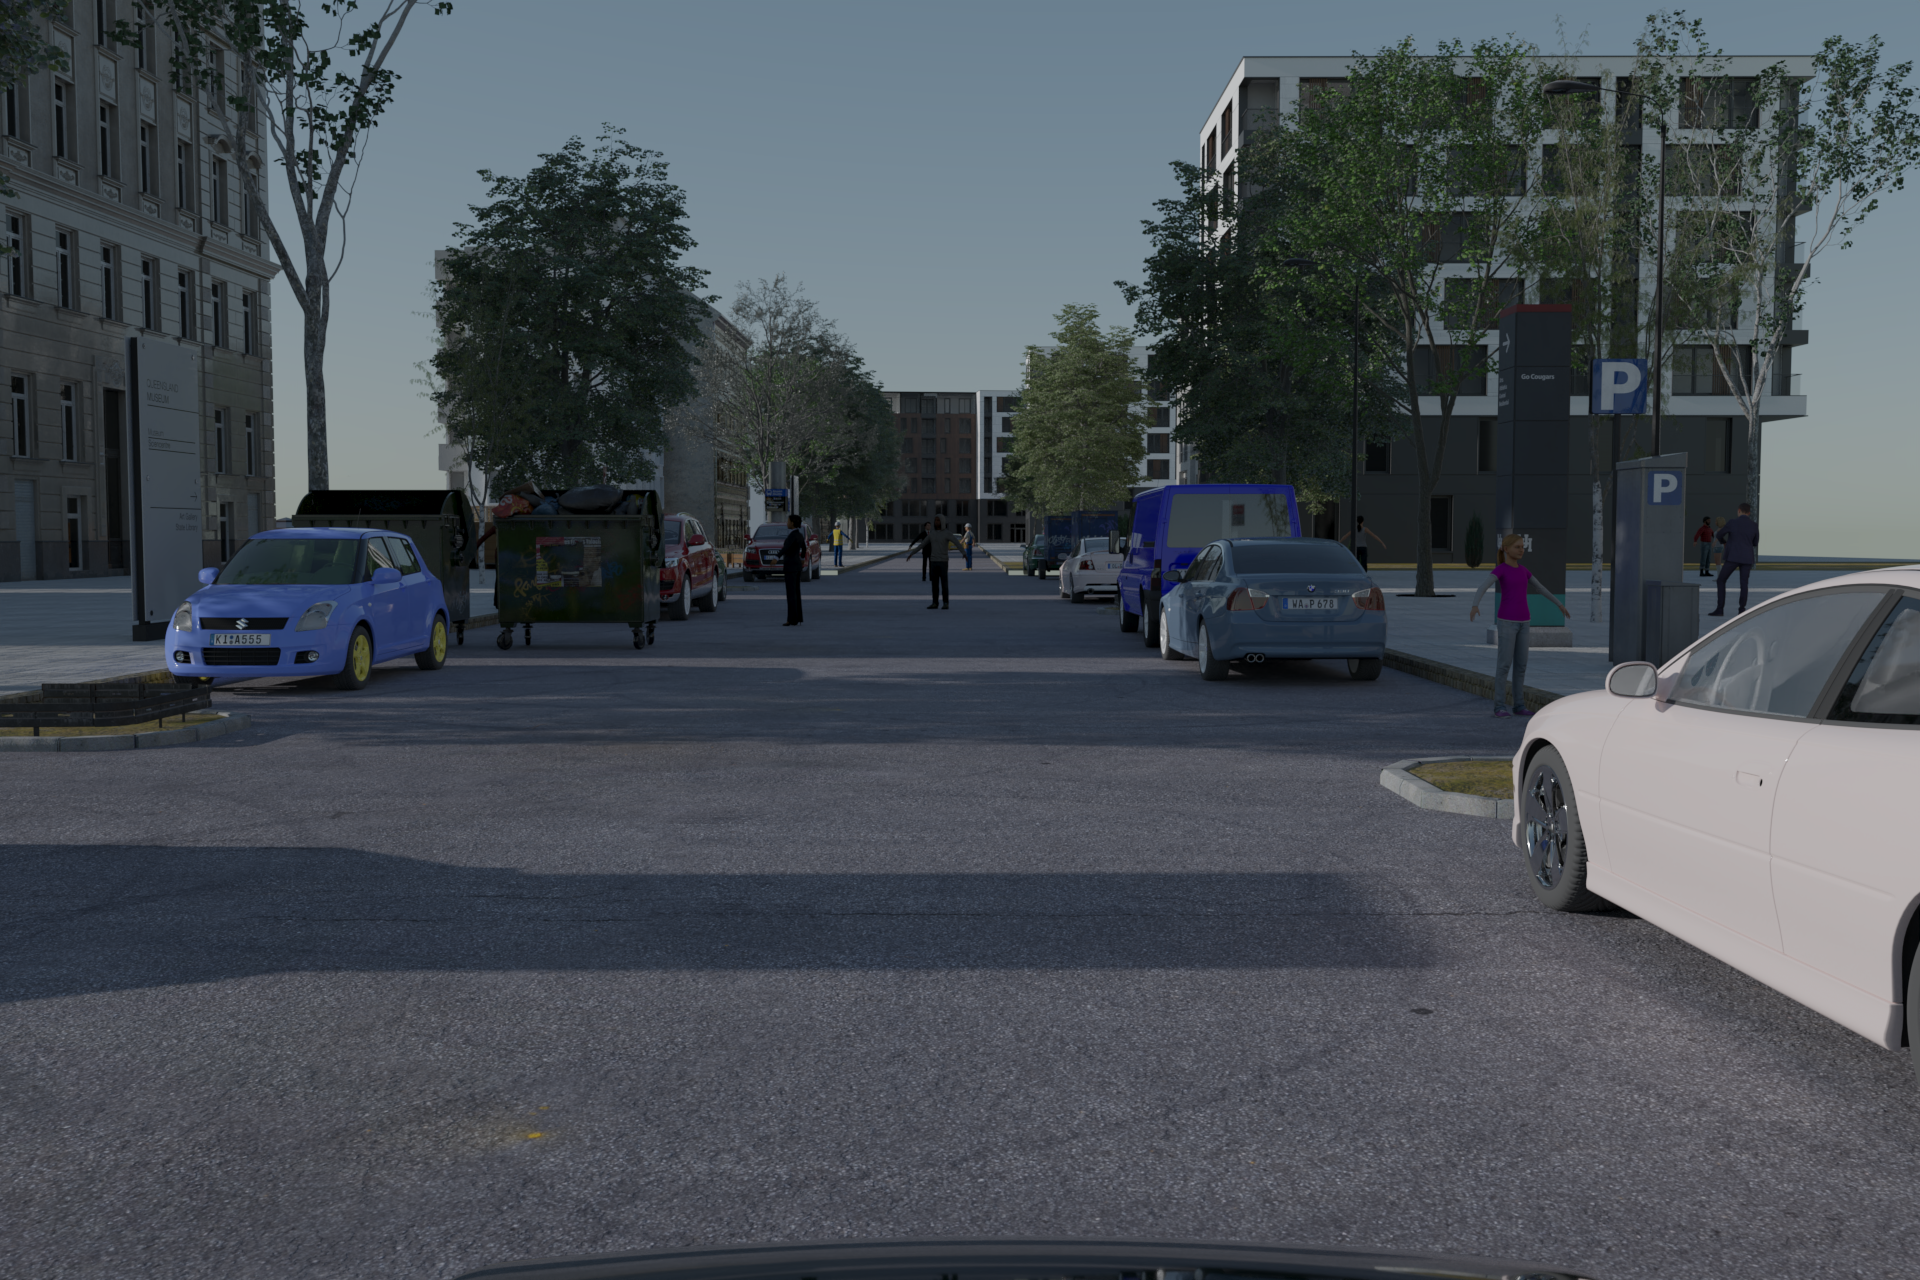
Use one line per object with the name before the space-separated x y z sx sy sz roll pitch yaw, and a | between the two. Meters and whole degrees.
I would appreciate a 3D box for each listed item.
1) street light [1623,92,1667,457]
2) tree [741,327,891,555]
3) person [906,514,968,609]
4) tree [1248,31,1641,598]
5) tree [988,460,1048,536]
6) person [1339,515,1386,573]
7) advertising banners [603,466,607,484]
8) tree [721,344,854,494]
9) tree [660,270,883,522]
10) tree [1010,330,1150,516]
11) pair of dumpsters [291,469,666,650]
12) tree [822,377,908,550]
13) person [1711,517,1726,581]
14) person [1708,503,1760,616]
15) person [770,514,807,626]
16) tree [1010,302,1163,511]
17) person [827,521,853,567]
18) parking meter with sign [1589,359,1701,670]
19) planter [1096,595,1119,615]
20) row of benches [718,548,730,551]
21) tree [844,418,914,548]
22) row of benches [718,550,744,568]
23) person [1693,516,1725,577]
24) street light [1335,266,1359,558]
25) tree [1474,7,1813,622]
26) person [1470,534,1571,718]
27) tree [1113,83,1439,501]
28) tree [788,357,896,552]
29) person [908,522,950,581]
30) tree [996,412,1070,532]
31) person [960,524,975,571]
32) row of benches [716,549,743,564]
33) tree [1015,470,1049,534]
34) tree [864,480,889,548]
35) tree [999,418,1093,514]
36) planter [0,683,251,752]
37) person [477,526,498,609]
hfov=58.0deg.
street light | 7.756 -2.775 17.905 1.470 5.913 1.316 0 3 0
tree | -8.863 -12.162 105.510 9.857 13.997 8.962 0 3 0
person | -0.401 -1.493 32.995 1.348 1.813 0.705 2 4 30
tree | 9.626 -6.692 35.168 9.928 11.665 9.643 0 3 0
tree | 6.744 -13.572 156.306 8.767 10.594 7.601 -1 4 -10
person | 9.823 -2.179 42.438 1.217 1.737 0.721 2 4 25
advertising banners | -9.103 -2.912 43.807 0.090 3.025 2.074 0 4 -1
tree | -9.212 -10.316 94.420 9.928 11.665 9.643 0 3 0
tree | -8.968 -10.453 81.282 12.009 13.543 11.850 0 3 0
tree | 6.599 -10.853 95.566 7.486 12.596 7.792 0 3 0
pair of dumpsters | -6.012 -1.031 21.815 4.436 2.255 1.574 0 4 0
tree | -8.818 -14.323 140.839 9.857 13.997 8.962 0 3 0
person | 20.490 -2.469 46.973 0.721 1.753 1.214 2 4 27
person | 12.082 -1.258 27.058 0.683 1.767 0.568 0 4 4
person | -2.675 -1.094 27.073 0.721 1.740 1.216 1 4 17
tree | 6.139 -10.243 85.597 7.486 12.596 7.792 0 3 0
person | -4.714 -3.746 67.709 1.216 1.772 0.721 2 4 30
parking meter with sign | 6.547 -1.237 16.481 0.543 3.016 1.738 0 3 0
planter | 3.488 -0.627 31.398 1.991 0.319 1.994 0 4 1
row of benches | -11.183 -3.849 78.401 1.422 0.672 4.104 -2 4 -24
tree | -9.205 -14.968 155.090 12.009 13.543 11.850 0 3 0
row of benches | -8.145 -3.062 65.529 1.422 0.672 4.104 -3 4 -36
person | 22.507 -2.818 52.188 1.345 1.816 0.704 -2 4 -29
street light | 7.230 -3.472 29.316 1.470 5.913 1.316 0 4 0
tree | 9.134 -4.576 25.174 4.360 8.622 3.978 0 3 0
person | 4.361 -0.110 13.528 0.991 1.433 0.599 -2 4 -25
tree | 9.379 -8.830 51.026 9.857 13.997 8.962 0 3 0
tree | -9.292 -13.360 125.084 9.857 13.997 8.962 0 3 0
person | -0.965 -2.692 52.655 1.347 1.806 0.705 -1 4 -19
tree | 6.836 -13.938 146.012 7.486 12.596 7.792 0 3 0
person | 0.310 -3.663 68.203 0.705 1.847 1.347 2 4 28
row of benches | -9.030 -3.535 73.266 4.104 0.672 1.422 1 4 22
tree | 6.854 -11.517 138.661 4.360 8.622 3.978 0 3 0
tree | -8.503 -13.021 163.253 4.737 8.622 4.395 0 3 0
tree | 6.097 -11.254 118.419 7.601 10.594 8.767 -2 4 -26
planter | -6.259 0.536 12.376 1.991 0.319 1.994 0 4 0
person | -7.756 -1.395 29.620 1.215 1.729 0.721 0 4 3
